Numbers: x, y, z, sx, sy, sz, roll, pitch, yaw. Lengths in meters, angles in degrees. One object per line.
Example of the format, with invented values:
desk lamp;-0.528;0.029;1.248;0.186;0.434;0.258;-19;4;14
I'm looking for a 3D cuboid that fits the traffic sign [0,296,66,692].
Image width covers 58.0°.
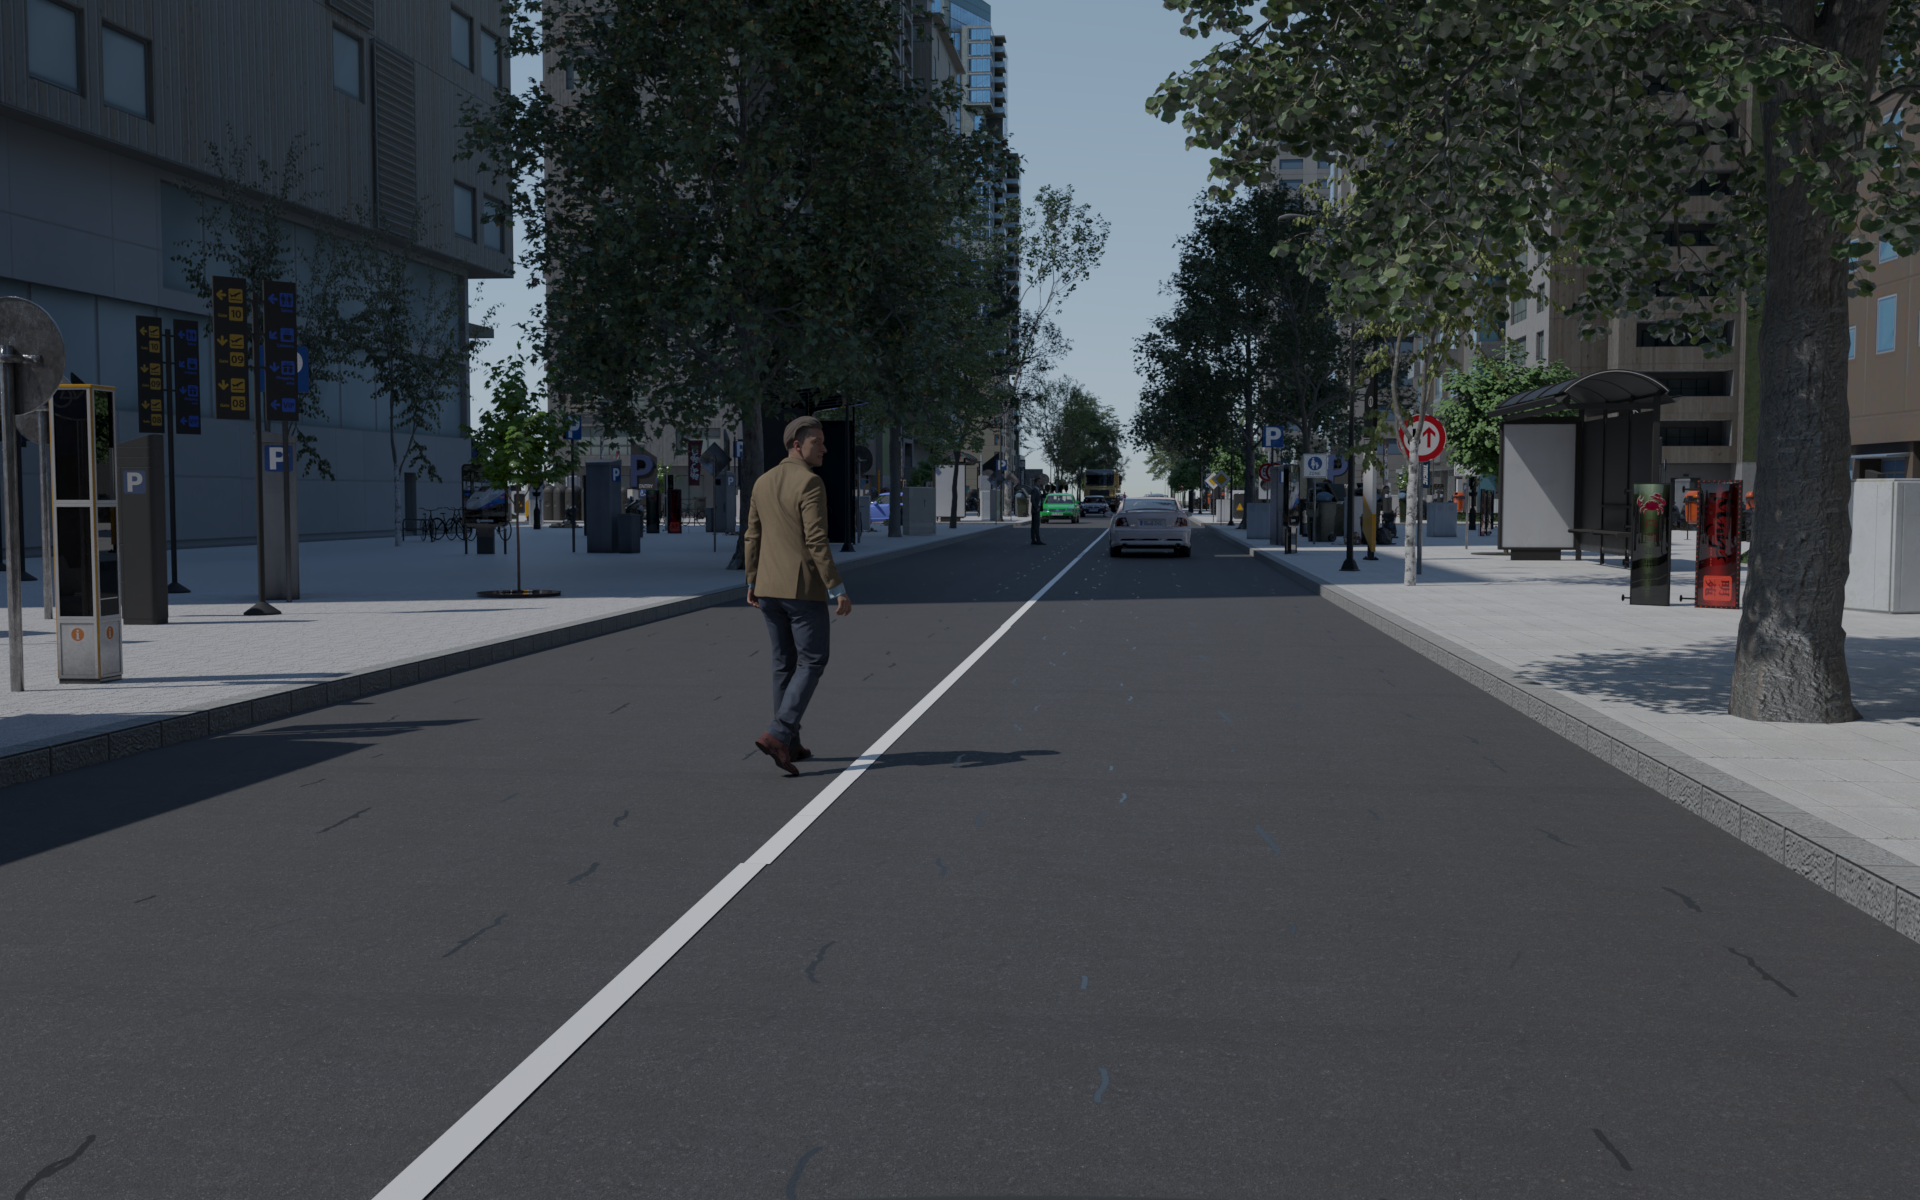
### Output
traffic sign;-6.132;-0.678;11.190;0.768;2.556;0.104;0;4;8

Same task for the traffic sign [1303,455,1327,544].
traffic sign;9.013;-2.563;44.027;0.606;2.300;0.079;1;4;12

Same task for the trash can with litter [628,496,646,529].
trash can with litter;-12.136;-3.257;64.302;1.678;1.210;2.233;-1;4;-15

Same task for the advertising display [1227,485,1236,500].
advertising display;15.924;-5.912;101.877;0.123;1.923;0.974;-2;4;-26

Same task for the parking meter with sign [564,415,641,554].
parking meter with sign;-7.764;-2.536;37.720;1.738;3.016;0.543;2;4;25

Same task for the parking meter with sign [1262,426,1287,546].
parking meter with sign;8.081;-2.897;43.633;0.543;3.016;1.738;0;4;-5

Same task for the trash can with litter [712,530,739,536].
trash can with litter;-6.775;-2.629;54.037;2.233;1.210;1.678;3;5;40

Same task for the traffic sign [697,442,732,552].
traffic sign;-5.423;-2.269;38.278;0.795;2.450;0.064;0;4;8

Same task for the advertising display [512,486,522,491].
advertising display;-31.023;-7.085;121.053;0.974;1.923;0.123;2;4;32

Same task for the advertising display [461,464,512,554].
advertising display;-10.128;-1.941;36.948;0.974;1.923;0.123;0;4;3

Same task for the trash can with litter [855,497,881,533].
trash can with litter;-3.290;-2.901;58.481;1.678;1.210;2.233;2;4;32

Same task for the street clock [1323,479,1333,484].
street clock;17.722;-4.831;83.561;0.471;2.002;0.358;2;4;29

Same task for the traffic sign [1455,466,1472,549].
traffic sign;11.777;-2.329;40.206;0.606;2.300;0.079;1;4;12

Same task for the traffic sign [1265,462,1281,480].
traffic sign;12.644;-4.249;69.581;0.768;2.556;0.104;1;4;12

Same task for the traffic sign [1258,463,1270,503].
traffic sign;12.540;-4.314;70.632;0.768;2.556;0.104;0;4;7

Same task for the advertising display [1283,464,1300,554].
advertising display;7.121;-1.957;37.210;0.123;1.923;0.974;2;4;25

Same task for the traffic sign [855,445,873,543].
traffic sign;-2.635;-2.748;45.034;0.768;2.556;0.104;1;4;10

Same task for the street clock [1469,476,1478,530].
street clock;18.211;-3.482;61.508;0.358;2.002;0.471;-1;4;-17

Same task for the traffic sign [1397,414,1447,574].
traffic sign;7.335;-1.681;27.592;0.768;2.556;0.104;1;4;11

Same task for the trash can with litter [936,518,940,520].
trash can with litter;-1.099;-4.663;87.294;1.678;1.210;2.233;-2;4;-34

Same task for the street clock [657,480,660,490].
street clock;-15.801;-5.230;90.077;0.358;2.002;0.471;-3;4;-36

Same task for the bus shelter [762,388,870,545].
bus shelter;-3.468;-3.031;40.837;1.731;3.624;6.357;0;4;6

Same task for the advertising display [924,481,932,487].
advertising display;-1.499;-4.768;83.166;0.123;1.923;0.974;1;4;23

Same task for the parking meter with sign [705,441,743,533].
parking meter with sign;-7.834;-3.755;57.657;1.738;3.016;0.543;3;5;43

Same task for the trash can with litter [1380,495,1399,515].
trash can with litter;26.200;-5.712;104.442;2.233;1.210;1.678;0;3;0

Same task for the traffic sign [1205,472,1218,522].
traffic sign;11.488;-4.578;78.487;0.795;2.450;0.064;0;4;6

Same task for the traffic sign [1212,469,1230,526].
traffic sign;10.637;-4.092;70.547;0.795;2.450;0.064;0;4;6

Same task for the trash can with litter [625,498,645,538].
trash can with litter;-9.727;-2.394;50.536;1.055;1.170;0.624;0;4;-4

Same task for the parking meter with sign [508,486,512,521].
parking meter with sign;-21.966;-5.205;81.369;1.738;3.016;0.543;0;4;3

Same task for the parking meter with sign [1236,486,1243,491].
parking meter with sign;18.957;-7.453;118.109;1.738;3.016;0.543;0;4;-1

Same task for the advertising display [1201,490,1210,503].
advertising display;20.833;-8.651;146.657;0.974;1.923;0.123;-2;4;-32

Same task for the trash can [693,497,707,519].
trash can;-13.446;-4.768;89.607;0.748;1.137;0.748;0;3;0

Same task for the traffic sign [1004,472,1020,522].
traffic sign;2.348;-4.639;79.483;0.795;2.450;0.064;0;4;6

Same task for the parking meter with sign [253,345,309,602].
parking meter with sign;-8.337;-1.523;21.169;0.543;3.016;1.738;-2;4;-28

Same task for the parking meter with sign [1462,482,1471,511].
parking meter with sign;32.662;-7.102;112.377;0.543;3.016;1.738;-1;4;-14

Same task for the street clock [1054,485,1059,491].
street clock;7.316;-8.070;136.518;0.471;2.002;0.358;-1;4;-10

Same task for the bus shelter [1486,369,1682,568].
bus shelter;10.912;-2.256;30.811;2.014;3.302;5.546;0;4;6

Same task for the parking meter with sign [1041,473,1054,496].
parking meter with sign;7.439;-9.042;144.104;1.738;3.016;0.543;3;4;37

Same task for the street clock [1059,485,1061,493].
street clock;7.972;-8.140;137.662;0.471;2.002;0.358;-1;4;-11

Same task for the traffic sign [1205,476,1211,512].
traffic sign;17.424;-7.372;120.637;0.768;2.556;0.104;1;4;12

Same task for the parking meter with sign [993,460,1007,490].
parking meter with sign;1.963;-5.655;88.719;0.543;3.016;1.738;-1;4;-10

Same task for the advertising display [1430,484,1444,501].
advertising display;30.148;-6.378;109.493;0.974;1.923;0.123;-2;4;-24

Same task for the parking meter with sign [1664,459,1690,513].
parking meter with sign;36.096;-5.519;86.499;1.738;3.016;0.543;1;4;21

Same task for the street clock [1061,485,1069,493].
street clock;8.365;-8.060;136.348;0.358;2.002;0.471;2;4;24

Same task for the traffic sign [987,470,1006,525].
traffic sign;1.497;-4.153;71.544;0.795;2.450;0.064;0;4;6

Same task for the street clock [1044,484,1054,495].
street clock;6.346;-7.387;125.350;0.471;2.002;0.358;-1;4;-13

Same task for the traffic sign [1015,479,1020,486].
traffic sign;4.609;-8.499;139.062;0.768;2.556;0.104;1;4;14

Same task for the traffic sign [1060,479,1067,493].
traffic sign;8.550;-8.852;144.834;0.768;2.556;0.104;1;4;14

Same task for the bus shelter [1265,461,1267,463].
bus shelter;19.262;-7.458;113.216;1.731;3.624;6.357;0;4;6

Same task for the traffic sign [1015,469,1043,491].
traffic sign;5.554;-8.914;139.621;2.265;3.308;0.079;0;4;7

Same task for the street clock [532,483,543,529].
street clock;-15.353;-3.562;62.809;0.471;2.002;0.358;2;4;25

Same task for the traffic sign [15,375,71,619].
traffic sign;-9.344;-1.075;17.681;0.768;2.556;0.104;0;4;8

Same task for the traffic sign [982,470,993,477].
traffic sign;1.464;-5.522;90.392;0.768;2.556;0.104;0;4;8

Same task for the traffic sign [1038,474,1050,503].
traffic sign;5.174;-6.567;107.475;0.768;2.556;0.104;1;4;13

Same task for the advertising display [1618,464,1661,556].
advertising display;14.157;-1.892;36.140;0.974;1.923;0.123;-1;4;-17

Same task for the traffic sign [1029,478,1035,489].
traffic sign;4.648;-6.570;109.549;0.606;2.300;0.079;0;4;8
